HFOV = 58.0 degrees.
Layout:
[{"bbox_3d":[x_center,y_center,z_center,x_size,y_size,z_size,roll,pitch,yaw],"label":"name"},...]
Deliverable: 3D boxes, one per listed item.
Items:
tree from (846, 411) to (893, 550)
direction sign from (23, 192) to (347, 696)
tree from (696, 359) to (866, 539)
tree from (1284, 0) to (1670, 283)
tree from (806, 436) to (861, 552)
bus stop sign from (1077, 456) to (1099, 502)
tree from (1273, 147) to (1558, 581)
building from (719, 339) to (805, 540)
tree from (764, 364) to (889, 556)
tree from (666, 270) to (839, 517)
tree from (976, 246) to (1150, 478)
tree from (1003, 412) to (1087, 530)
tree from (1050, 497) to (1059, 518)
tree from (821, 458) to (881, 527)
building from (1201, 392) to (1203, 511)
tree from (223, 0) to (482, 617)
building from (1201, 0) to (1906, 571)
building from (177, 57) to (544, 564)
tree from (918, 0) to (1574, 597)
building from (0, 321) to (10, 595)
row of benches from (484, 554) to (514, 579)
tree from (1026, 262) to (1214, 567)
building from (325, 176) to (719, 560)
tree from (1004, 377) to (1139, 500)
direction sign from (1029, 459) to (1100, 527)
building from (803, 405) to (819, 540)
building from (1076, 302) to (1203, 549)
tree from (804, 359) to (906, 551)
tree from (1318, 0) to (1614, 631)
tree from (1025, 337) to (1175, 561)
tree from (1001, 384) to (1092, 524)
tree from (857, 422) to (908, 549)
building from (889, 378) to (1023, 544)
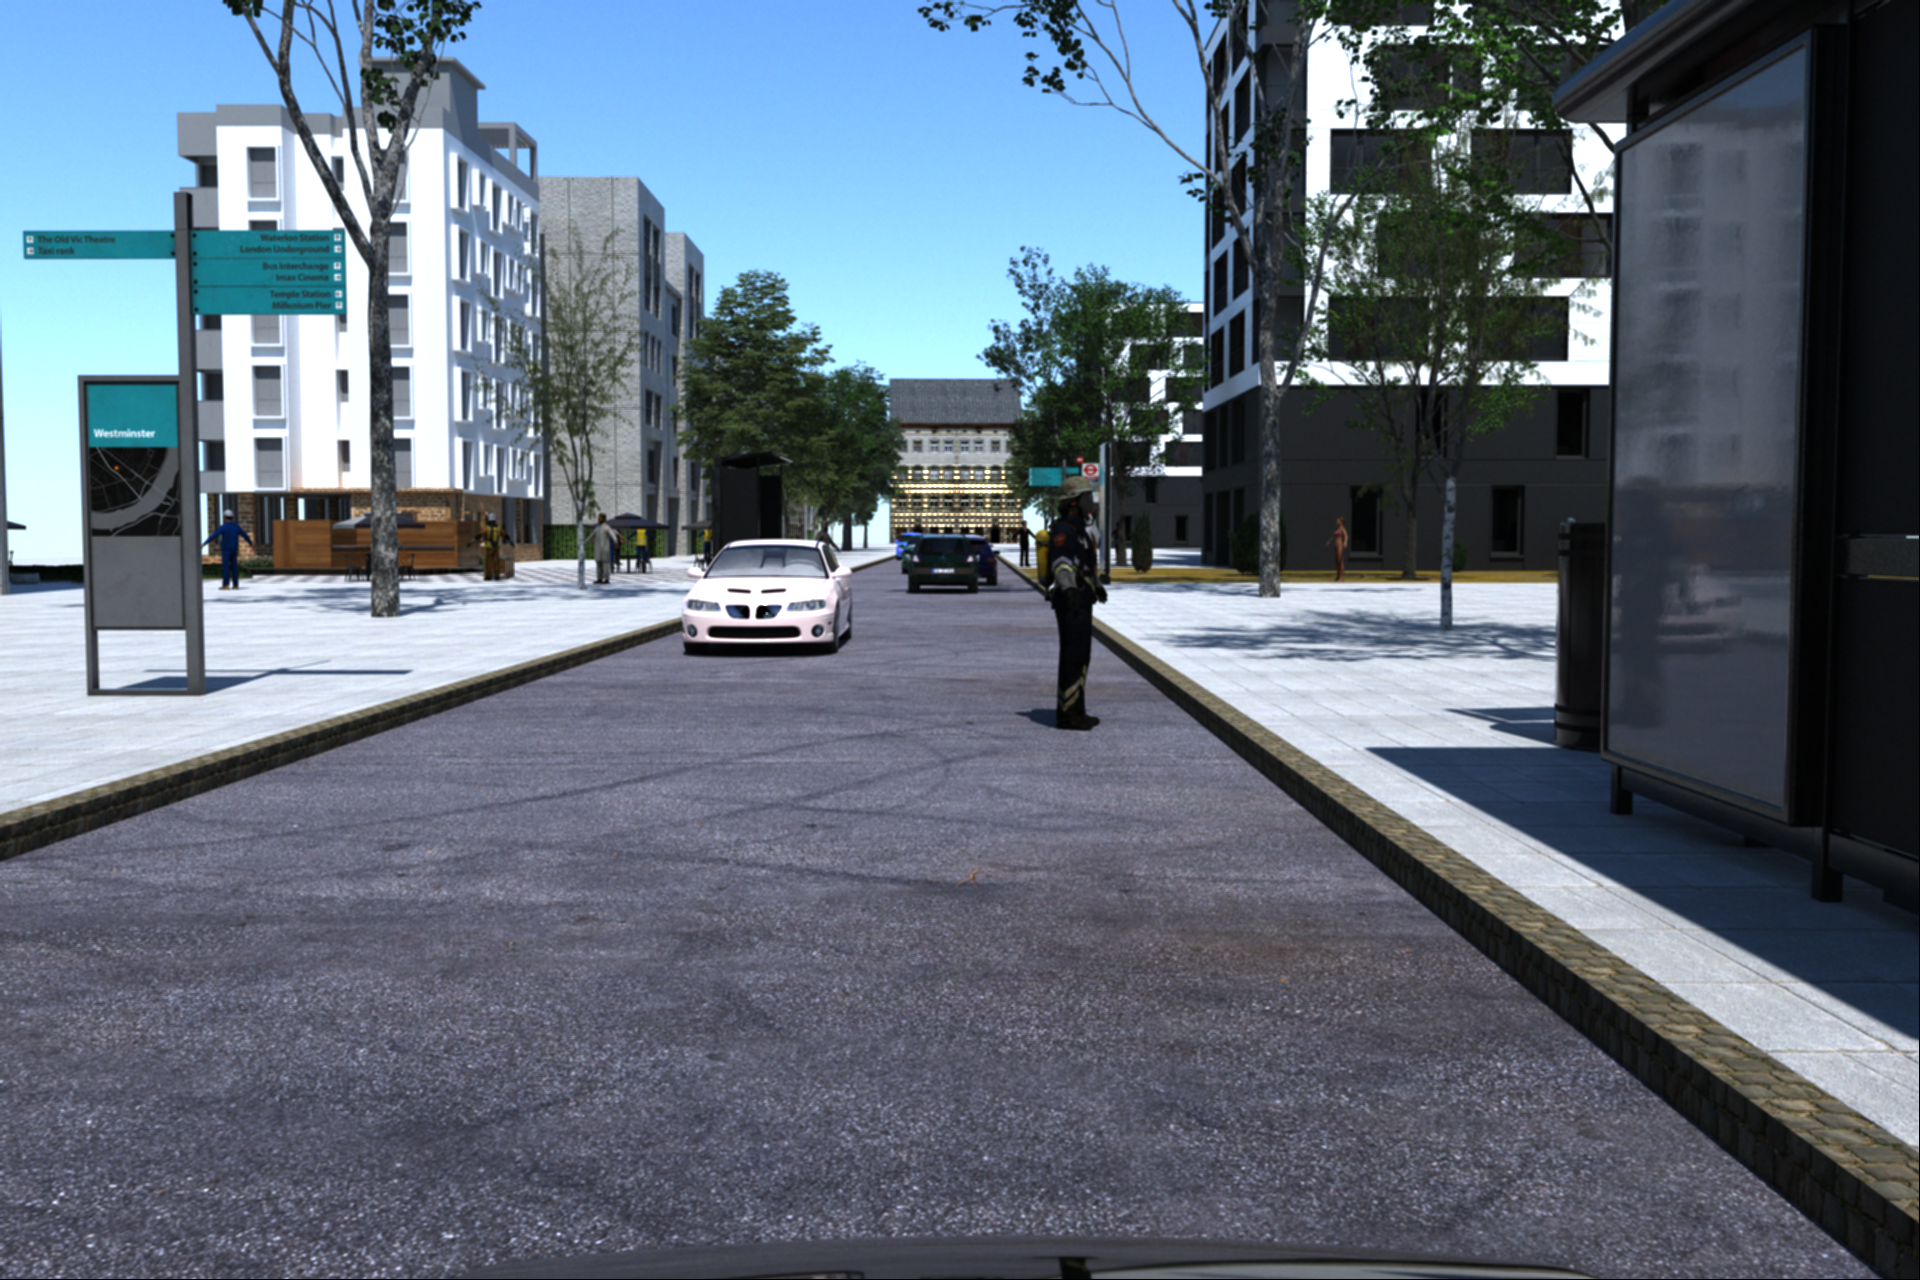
[{"bbox_3d":[-8.682,-12.993,138.182,9.928,11.665,9.643,0,3,0],"label":"tree"},{"bbox_3d":[-6.070,-1.557,14.220,2.525,3.948,1.411,0,4,1],"label":"direction sign"},{"bbox_3d":[-8.771,-9.362,87.473,8.767,10.594,7.601,-2,4,-31],"label":"tree"},{"bbox_3d":[6.610,-5.497,15.636,9.928,11.665,9.643,0,3,0],"label":"tree"},{"bbox_3d":[-8.750,-10.281,118.451,4.737,8.622,4.395,0,3,0],"label":"tree"},{"bbox_3d":[4.337,-4.328,59.468,0.855,3.939,0.416,0,4,0],"label":"bus stop sign"},{"bbox_3d":[12.462,-7.474,47.949,9.928,11.665,9.643,0,3,0],"label":"tree"},{"bbox_3d":[-26.550,-21.439,181.448,19.493,23.208,18.063,0,4,1],"label":"building"},{"bbox_3d":[-8.010,-10.854,103.224,9.928,11.665,9.643,0,3,0],"label":"tree"},{"bbox_3d":[-9.018,-9.599,75.078,7.486,12.596,7.792,0,3,0],"label":"tree"},{"bbox_3d":[5.557,-15.939,116.495,12.611,20.169,13.585,0,3,0],"label":"tree"},{"bbox_3d":[7.263,-13.322,143.578,9.928,11.665,9.643,0,3,0],"label":"tree"},{"bbox_3d":[16.067,-19.678,239.863,7.486,12.596,7.792,0,3,0],"label":"tree"},{"bbox_3d":[-15.625,-20.426,240.613,9.857,13.997,8.962,0,3,0],"label":"tree"},{"bbox_3d":[23.383,-16.696,129.399,16.016,20.090,11.380,0,4,0],"label":"building"},{"bbox_3d":[-10.406,-10.420,26.259,12.611,20.169,13.585,0,3,0],"label":"tree"},{"bbox_3d":[24.220,-14.166,75.590,27.936,21.610,32.646,0,3,0],"label":"building"},{"bbox_3d":[-25.102,-13.074,70.185,16.016,20.090,11.380,0,4,1],"label":"building"},{"bbox_3d":[5.473,-10.855,33.372,12.611,20.169,13.585,0,3,0],"label":"tree"},{"bbox_3d":[-28.517,-9.412,20.341,16.747,18.905,31.486,0,4,0],"label":"building"},{"bbox_3d":[-13.517,-2.162,50.814,1.422,0.672,4.104,-1,4,-11],"label":"row of benches"},{"bbox_3d":[6.175,-8.655,67.265,9.928,11.665,9.643,0,3,0],"label":"tree"},{"bbox_3d":[-24.477,-14.386,101.671,16.747,18.905,31.486,0,4,-1],"label":"building"},{"bbox_3d":[6.828,-10.066,98.986,7.601,10.594,8.767,3,4,37],"label":"tree"},{"bbox_3d":[3.730,-4.449,61.500,2.525,3.948,1.411,0,3,0],"label":"direction sign"},{"bbox_3d":[-26.858,-20.909,208.322,16.747,18.905,31.486,0,4,1],"label":"building"},{"bbox_3d":[25.069,-19.877,168.965,27.936,21.610,32.646,0,4,1],"label":"building"},{"bbox_3d":[-8.493,-13.538,128.000,9.857,13.997,8.962,0,3,0],"label":"tree"},{"bbox_3d":[6.296,-4.420,22.623,4.360,8.622,3.978,0,3,0],"label":"tree"},{"bbox_3d":[6.533,-8.999,81.540,7.601,10.594,8.767,0,4,2],"label":"tree"},{"bbox_3d":[6.728,-13.035,131.247,7.486,12.596,7.792,0,3,0],"label":"tree"},{"bbox_3d":[-8.360,-13.818,151.686,9.928,11.665,9.643,0,3,0],"label":"tree"},{"bbox_3d":[-0.859,-25.072,243.308,18.063,23.208,19.493,0,4,-3],"label":"building"}]
